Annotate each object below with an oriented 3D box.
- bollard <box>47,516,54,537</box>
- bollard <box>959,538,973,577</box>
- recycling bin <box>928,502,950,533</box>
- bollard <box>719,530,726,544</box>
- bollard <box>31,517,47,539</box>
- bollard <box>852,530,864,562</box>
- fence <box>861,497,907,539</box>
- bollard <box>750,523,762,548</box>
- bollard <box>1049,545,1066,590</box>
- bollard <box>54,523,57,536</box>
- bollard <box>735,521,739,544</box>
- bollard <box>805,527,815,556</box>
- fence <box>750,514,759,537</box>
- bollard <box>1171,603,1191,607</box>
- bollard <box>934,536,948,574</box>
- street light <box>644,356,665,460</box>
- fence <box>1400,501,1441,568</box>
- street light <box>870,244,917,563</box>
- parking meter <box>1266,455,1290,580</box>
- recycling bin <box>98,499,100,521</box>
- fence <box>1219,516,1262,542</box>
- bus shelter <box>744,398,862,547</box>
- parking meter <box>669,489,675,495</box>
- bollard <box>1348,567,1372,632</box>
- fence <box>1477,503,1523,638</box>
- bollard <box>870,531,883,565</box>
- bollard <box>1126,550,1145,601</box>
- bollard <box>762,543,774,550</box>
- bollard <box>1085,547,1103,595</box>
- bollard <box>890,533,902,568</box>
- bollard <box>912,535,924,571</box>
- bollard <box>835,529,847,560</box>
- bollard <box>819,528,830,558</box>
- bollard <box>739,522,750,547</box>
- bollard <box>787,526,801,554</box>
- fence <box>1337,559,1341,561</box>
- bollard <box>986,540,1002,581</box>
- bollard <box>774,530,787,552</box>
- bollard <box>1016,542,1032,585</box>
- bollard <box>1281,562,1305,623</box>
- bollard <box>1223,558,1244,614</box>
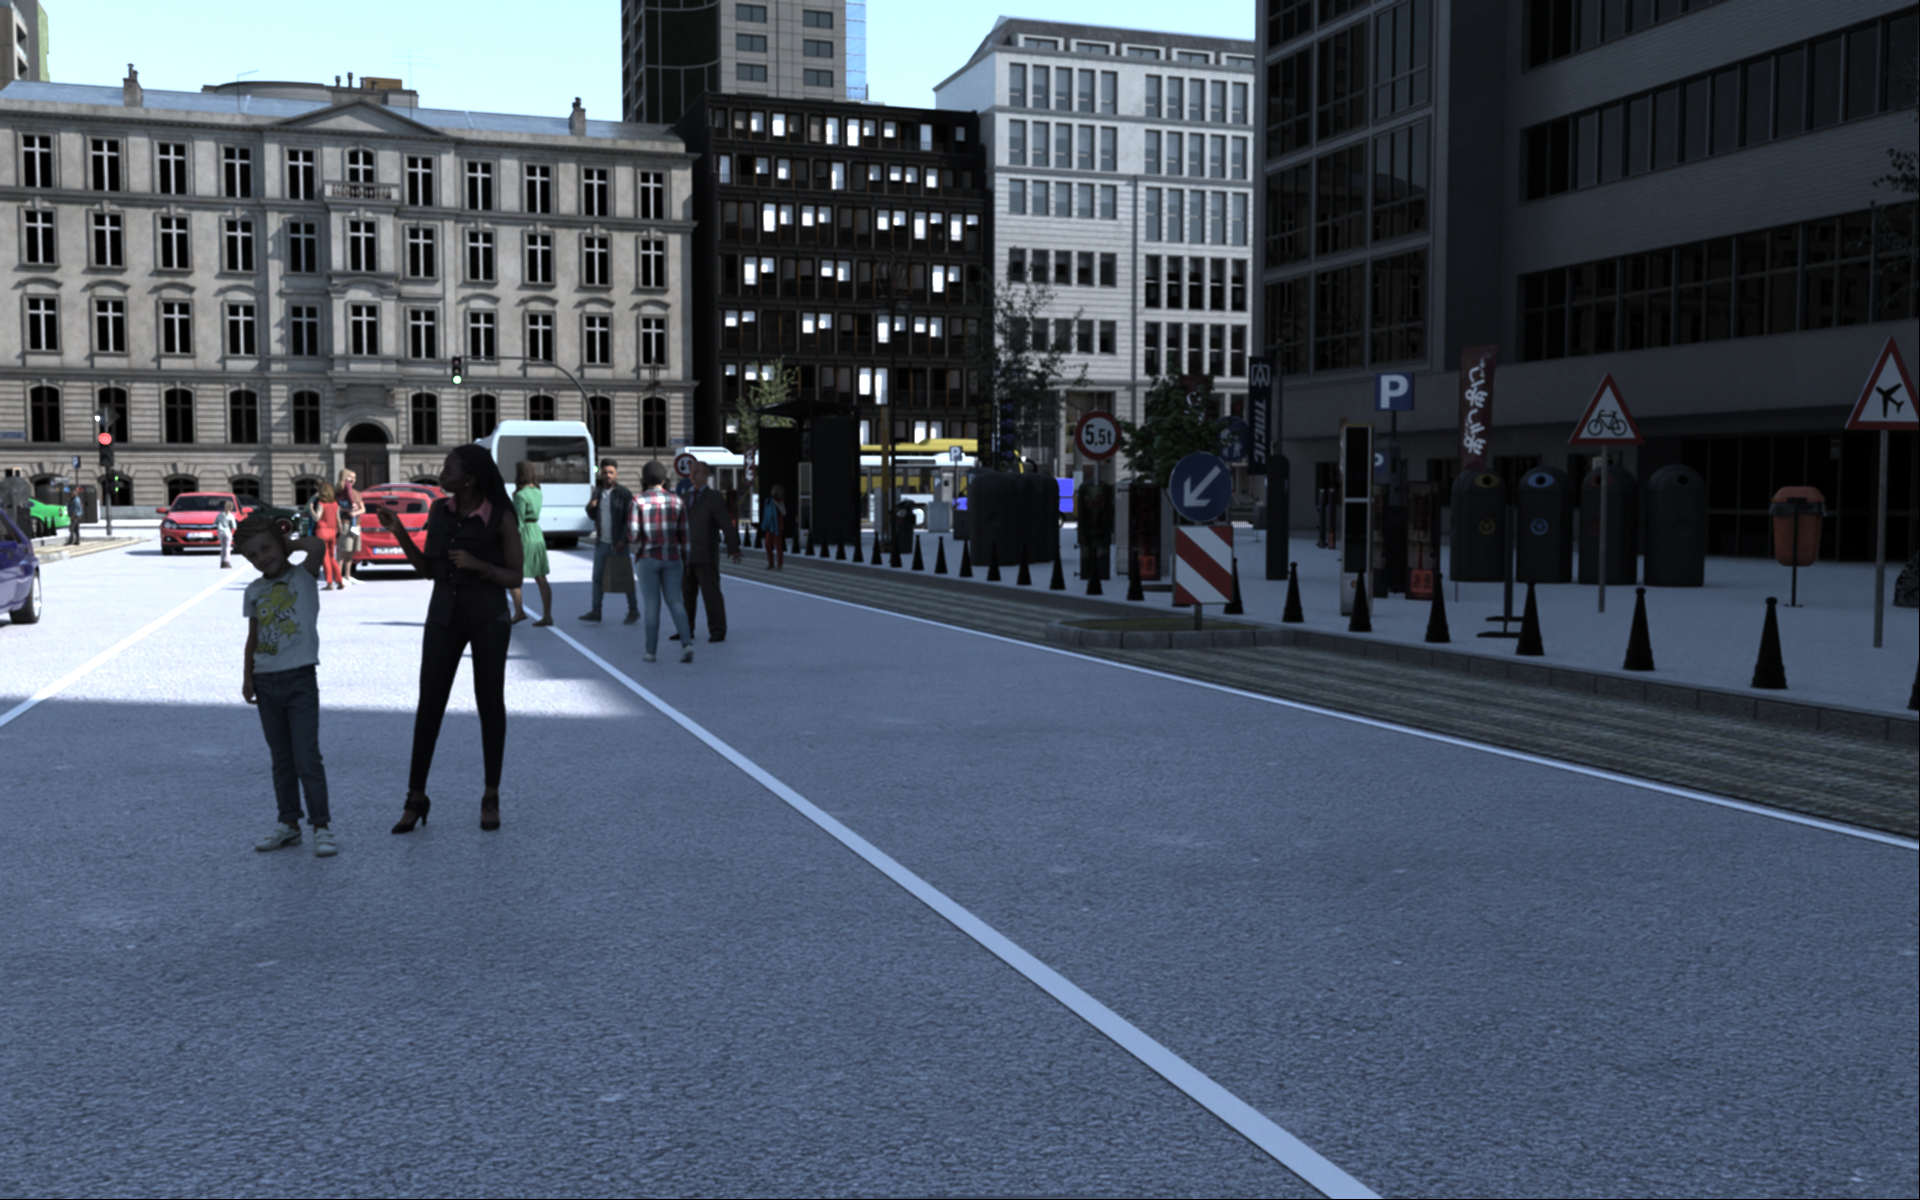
[{"bbox_3d":[-27.305,-2.183,51.734,0.229,0.601,0.229,0,3,0],"label":"bollard"},{"bbox_3d":[0.093,-0.657,26.788,0.229,0.601,0.229,0,3,0],"label":"bollard"},{"bbox_3d":[-0.713,-2.773,57.888,0.722,1.027,0.722,0,4,-2],"label":"recycling bin"},{"bbox_3d":[-5.976,-1.737,44.445,0.229,0.601,0.229,0,3,0],"label":"bollard"},{"bbox_3d":[-26.892,-2.111,50.551,0.229,0.601,0.229,0,3,0],"label":"bollard"},{"bbox_3d":[-1.923,-1.016,32.657,0.229,0.601,0.229,0,3,0],"label":"bollard"},{"bbox_3d":[-2.425,-2.154,46.422,2.264,1.192,0.480,1,4,18],"label":"fence"},{"bbox_3d":[-4.764,-1.521,40.911,0.229,0.601,0.229,0,3,0],"label":"bollard"},{"bbox_3d":[1.311,-0.441,23.259,0.229,0.601,0.229,0,3,0],"label":"bollard"},{"bbox_3d":[-27.709,-2.255,52.911,0.229,0.601,0.229,0,3,0],"label":"bollard"},{"bbox_3d":[-5.574,-1.665,43.267,0.229,0.601,0.229,0,3,0],"label":"bollard"},{"bbox_3d":[-3.137,-1.232,36.186,0.229,0.601,0.229,0,3,0],"label":"bollard"},{"bbox_3d":[-5.266,-2.223,51.717,2.069,0.683,0.278,-1,4,-14],"label":"fence"},{"bbox_3d":[2.523,-0.226,19.734,0.229,0.601,0.229,0,3,0],"label":"bollard"},{"bbox_3d":[-0.306,-0.729,27.963,0.229,0.601,0.229,0,3,0],"label":"bollard"},{"bbox_3d":[-10.248,-5.224,58.202,0.468,5.910,1.993,-1,4,-19],"label":"street light"},{"bbox_3d":[7.300,-1.096,29.119,0.480,1.192,2.264,3,5,45],"label":"fence"},{"bbox_3d":[-1.246,-3.634,32.211,0.468,5.910,1.993,-1,4,-19],"label":"street light"},{"bbox_3d":[4.747,-1.233,25.873,0.255,1.863,0.399,2,4,26],"label":"parking meter"},{"bbox_3d":[-41.508,-4.274,82.431,0.722,1.027,0.722,1,4,18],"label":"recycling bin"},{"bbox_3d":[7.347,-1.956,47.360,0.278,0.683,2.069,-3,5,-42],"label":"fence"},{"bbox_3d":[-4.154,-3.308,45.370,1.731,3.624,6.357,-1,4,-19],"label":"bus shelter"},{"bbox_3d":[-13.233,-4.378,79.996,0.372,1.533,0.369,0,3,0],"label":"parking meter"},{"bbox_3d":[3.744,-0.009,16.189,0.229,0.601,0.229,0,3,0],"label":"bollard"},{"bbox_3d":[5.225,-0.322,16.472,0.480,1.192,2.264,1,4,19],"label":"fence"},{"bbox_3d":[-1.517,-0.945,31.485,0.229,0.601,0.229,0,3,0],"label":"bollard"},{"bbox_3d":[2.120,-0.298,20.913,0.229,0.601,0.229,0,3,0],"label":"bollard"},{"bbox_3d":[-4.350,-1.448,39.716,0.229,0.601,0.229,0,3,0],"label":"bollard"},{"bbox_3d":[1.715,-0.370,22.086,0.229,0.601,0.229,0,3,0],"label":"bollard"},{"bbox_3d":[-1.116,-0.873,30.307,0.229,0.601,0.229,0,3,0],"label":"bollard"},{"bbox_3d":[-0.710,-0.801,29.135,0.229,0.601,0.229,0,3,0],"label":"bollard"},{"bbox_3d":[-2.329,-1.088,33.833,0.229,0.601,0.229,0,3,0],"label":"bollard"},{"bbox_3d":[-2.735,-1.160,35.012,0.229,0.601,0.229,0,3,0],"label":"bollard"},{"bbox_3d":[-5.173,-1.593,42.093,0.229,0.601,0.229,0,3,0],"label":"bollard"},{"bbox_3d":[-3.541,-1.304,37.358,0.229,0.601,0.229,0,3,0],"label":"bollard"},{"bbox_3d":[7.750,-1.409,34.237,0.480,1.192,2.264,1,4,15],"label":"fence"},{"bbox_3d":[0.502,-0.586,25.617,0.229,0.601,0.229,0,3,0],"label":"bollard"},{"bbox_3d":[-3.947,-1.376,38.543,0.229,0.601,0.229,0,3,0],"label":"bollard"},{"bbox_3d":[0.905,-0.514,24.438,0.229,0.601,0.229,0,3,0],"label":"bollard"},{"bbox_3d":[3.342,-0.081,17.362,0.229,0.601,0.229,0,3,0],"label":"bollard"},{"bbox_3d":[2.933,-0.154,18.552,0.229,0.601,0.229,0,3,0],"label":"bollard"}]
